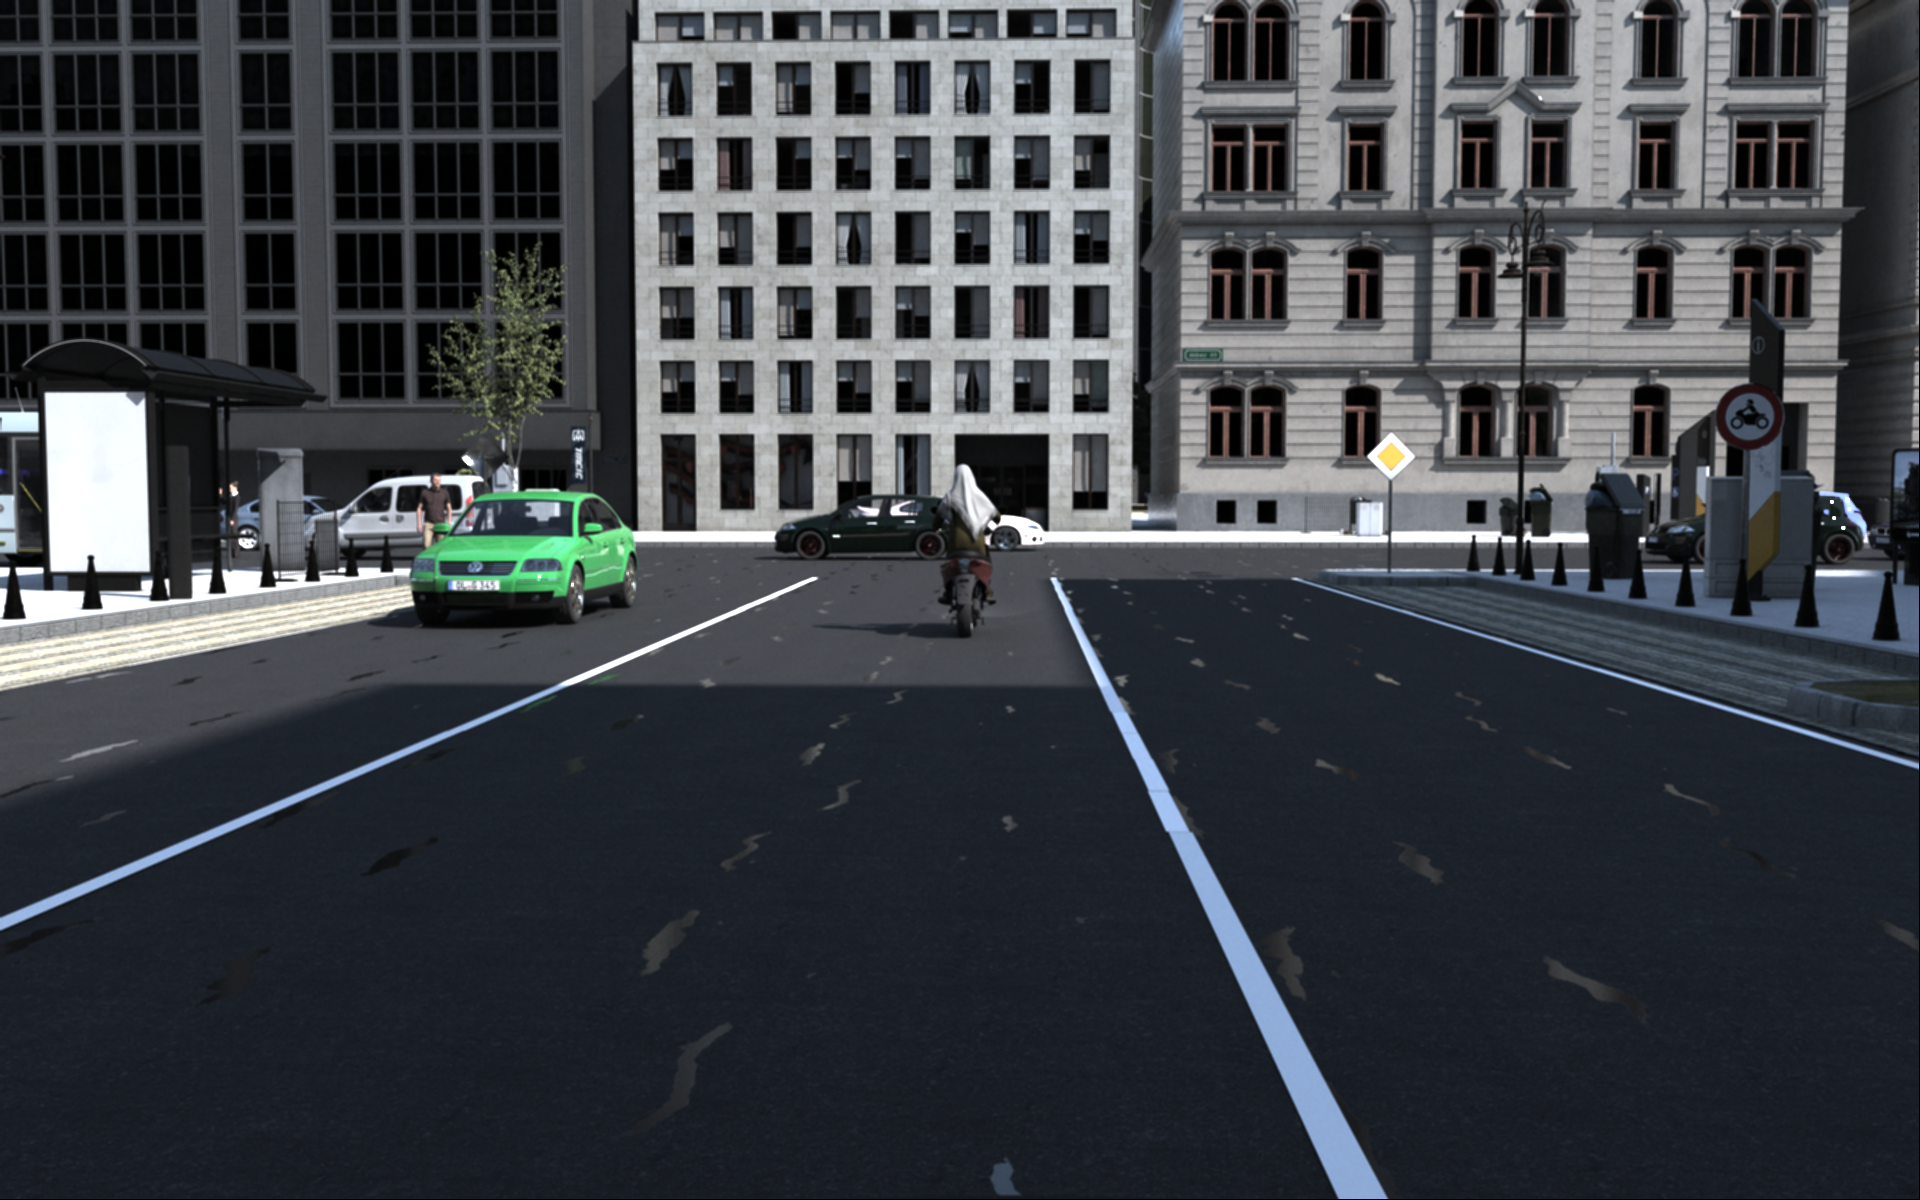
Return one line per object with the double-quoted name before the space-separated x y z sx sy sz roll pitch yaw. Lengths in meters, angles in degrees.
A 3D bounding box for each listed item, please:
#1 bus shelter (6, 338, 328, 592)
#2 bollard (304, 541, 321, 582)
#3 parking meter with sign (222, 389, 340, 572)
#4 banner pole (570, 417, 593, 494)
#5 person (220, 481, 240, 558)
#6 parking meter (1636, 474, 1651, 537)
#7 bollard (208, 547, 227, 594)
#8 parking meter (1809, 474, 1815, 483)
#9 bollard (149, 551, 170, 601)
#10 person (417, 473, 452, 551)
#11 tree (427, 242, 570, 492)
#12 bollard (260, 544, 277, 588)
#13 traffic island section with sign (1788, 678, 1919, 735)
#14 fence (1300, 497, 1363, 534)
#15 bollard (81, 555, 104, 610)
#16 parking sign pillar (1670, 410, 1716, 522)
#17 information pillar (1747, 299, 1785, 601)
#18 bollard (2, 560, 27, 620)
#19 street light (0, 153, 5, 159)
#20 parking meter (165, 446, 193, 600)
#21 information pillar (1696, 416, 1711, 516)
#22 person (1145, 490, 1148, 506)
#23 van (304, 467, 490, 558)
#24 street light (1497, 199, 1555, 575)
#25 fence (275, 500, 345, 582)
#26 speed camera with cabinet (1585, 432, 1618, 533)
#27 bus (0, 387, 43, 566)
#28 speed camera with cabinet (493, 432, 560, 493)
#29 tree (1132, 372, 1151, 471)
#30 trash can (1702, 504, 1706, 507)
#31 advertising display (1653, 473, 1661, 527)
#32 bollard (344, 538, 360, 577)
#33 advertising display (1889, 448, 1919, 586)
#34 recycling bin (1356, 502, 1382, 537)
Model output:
"bus shelter" -11.278 -1.916 25.253 2.014 3.302 5.546 0 4 2
"bollard" -9.482 -0.570 25.354 0.229 0.601 0.229 0 3 0
"parking meter with sign" -11.276 -1.989 28.781 1.738 3.016 0.543 -2 4 -26
"banner pole" -12.221 -4.054 56.292 0.863 3.779 0.401 -1 4 -8
"person" -16.510 -1.818 39.022 0.742 1.727 0.445 1 4 17
"parking meter" 20.233 -2.788 51.297 0.399 1.863 0.255 -3 4 -37
"bollard" -9.575 -0.384 22.320 0.229 0.601 0.229 0 3 0
"parking meter" 24.443 -2.705 49.931 0.255 1.863 0.399 3 4 39
"bollard" -9.621 -0.291 20.792 0.229 0.601 0.229 0 3 0
"person" -9.508 -1.386 31.295 0.598 1.807 0.434 0 4 -8
"tree" -13.211 -6.137 50.710 4.737 8.622 4.395 0 3 0
"bollard" -9.528 -0.476 23.830 0.229 0.601 0.229 0 3 0
"traffic island section with sign" 6.460 -0.142 10.958 1.989 1.847 2.006 0 4 2
"fence" 12.270 -2.788 56.795 2.264 1.192 0.480 -1 4 -19
"bollard" -9.668 -0.198 19.282 0.229 0.601 0.229 0 3 0
"parking sign pillar" 23.553 -4.108 55.646 1.447 3.967 1.447 -1 4 -14
"information pillar" 9.599 -1.795 20.696 0.183 3.616 0.504 -1 4 -17
"bollard" -9.714 -0.106 17.772 0.229 0.601 0.229 0 3 0
"street light" -10.241 -2.732 17.457 0.468 5.910 1.993 0 4 2
"parking meter" -9.563 -0.948 21.207 0.255 1.863 0.399 -1 4 -23
"information pillar" 22.283 -3.705 51.927 0.183 3.616 0.504 -1 4 -12
"person" 20.725 -11.201 191.512 0.599 1.838 0.709 0 4 8
"van" -12.409 -1.905 38.155 4.112 2.044 2.013 0 4 4
"street light" 8.942 -3.348 27.523 0.468 5.910 1.993 0 4 2
"fence" -9.917 -0.927 26.364 0.480 1.192 2.264 0 4 2
"speed camera with cabinet" 20.818 -3.784 56.202 0.660 3.252 2.038 1 4 9
"bus" -21.544 -2.374 33.683 13.247 3.499 2.948 0 4 0
"speed camera with cabinet" -13.967 -3.758 55.781 2.038 3.252 0.660 0 4 6
"tree" 14.159 -15.715 164.371 7.806 13.903 7.818 0 3 0
"trash can" 11.349 -0.853 25.597 0.748 1.137 0.748 0 3 0
"advertising display" 21.879 -3.006 54.362 0.123 1.923 0.974 1 4 18
"bollard" -9.438 -0.662 26.864 0.229 0.601 0.229 0 3 0
"advertising display" 13.445 -1.167 24.291 0.123 1.923 0.974 -1 4 -11
"recycling bin" 12.330 -2.426 52.212 0.722 1.027 0.722 1 4 9
